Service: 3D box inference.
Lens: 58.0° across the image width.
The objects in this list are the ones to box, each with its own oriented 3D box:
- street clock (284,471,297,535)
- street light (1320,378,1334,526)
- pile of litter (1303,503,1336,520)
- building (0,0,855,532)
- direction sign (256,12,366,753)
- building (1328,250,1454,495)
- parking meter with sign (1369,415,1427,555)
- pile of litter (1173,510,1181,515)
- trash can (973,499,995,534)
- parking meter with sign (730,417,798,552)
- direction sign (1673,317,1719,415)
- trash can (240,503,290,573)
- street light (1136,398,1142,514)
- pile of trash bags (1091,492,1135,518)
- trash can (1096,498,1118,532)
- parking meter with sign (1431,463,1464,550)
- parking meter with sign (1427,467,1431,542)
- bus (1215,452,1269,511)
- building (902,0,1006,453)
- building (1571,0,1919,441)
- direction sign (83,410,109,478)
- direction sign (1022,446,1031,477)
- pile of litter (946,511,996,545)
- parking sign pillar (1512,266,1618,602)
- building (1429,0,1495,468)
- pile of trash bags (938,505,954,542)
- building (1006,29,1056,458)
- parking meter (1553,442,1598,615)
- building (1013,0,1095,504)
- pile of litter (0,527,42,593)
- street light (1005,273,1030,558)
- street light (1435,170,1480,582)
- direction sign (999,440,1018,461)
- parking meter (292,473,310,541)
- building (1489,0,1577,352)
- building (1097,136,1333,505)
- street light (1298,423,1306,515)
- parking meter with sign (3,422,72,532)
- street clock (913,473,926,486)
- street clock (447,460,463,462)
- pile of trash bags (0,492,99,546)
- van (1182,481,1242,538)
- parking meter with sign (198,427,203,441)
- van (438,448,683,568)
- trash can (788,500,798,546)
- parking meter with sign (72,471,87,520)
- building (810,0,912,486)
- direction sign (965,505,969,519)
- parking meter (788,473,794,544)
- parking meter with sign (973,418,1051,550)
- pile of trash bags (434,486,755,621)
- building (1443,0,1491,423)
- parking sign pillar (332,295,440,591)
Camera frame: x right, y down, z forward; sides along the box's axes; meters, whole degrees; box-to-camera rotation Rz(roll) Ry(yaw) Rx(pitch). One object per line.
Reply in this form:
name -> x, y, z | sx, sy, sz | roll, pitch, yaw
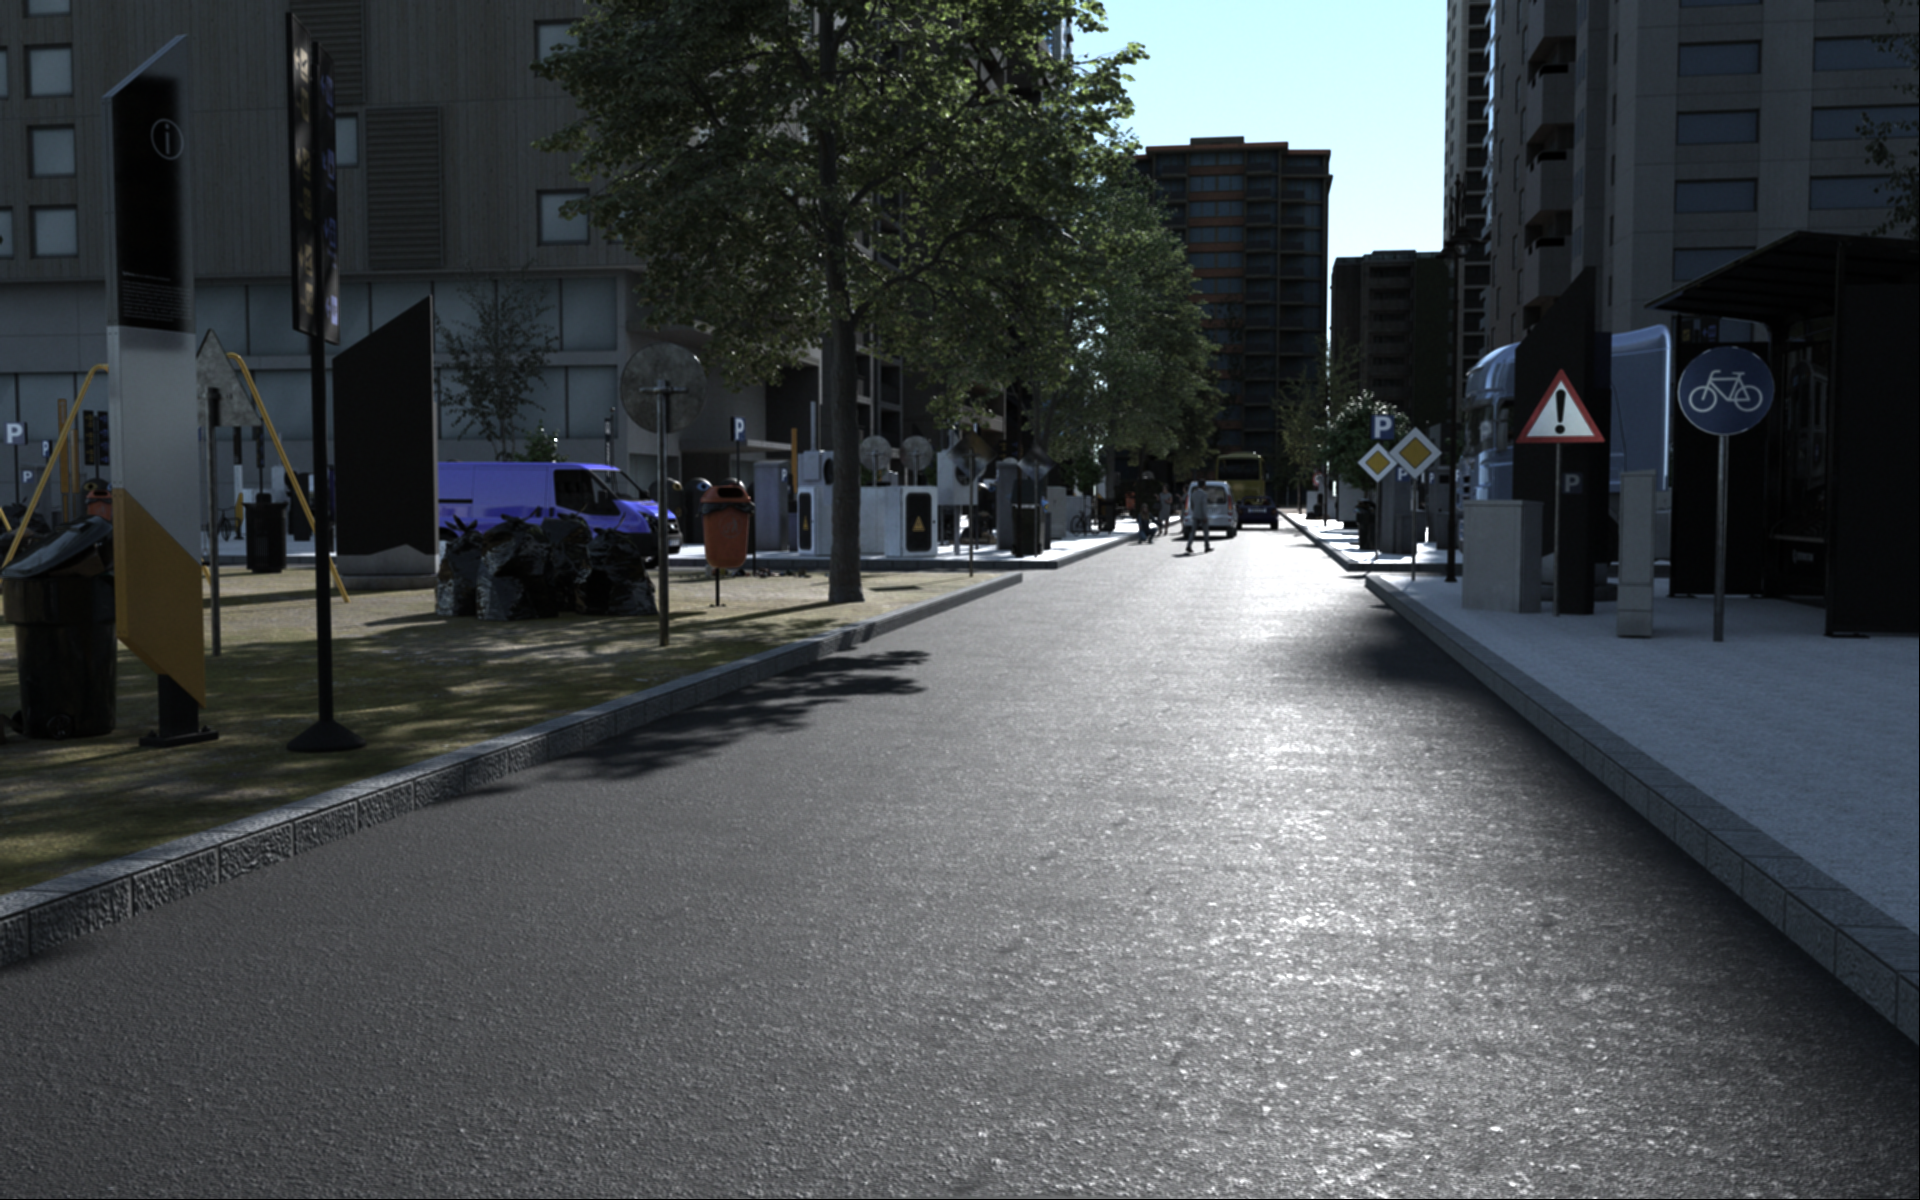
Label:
street clock -> -21.104, -3.066, 54.703 | 0.358, 2.002, 0.471 | 0, 4, 7
street light -> 14.660, -5.903, 69.301 | 0.468, 5.910, 1.993 | 1, 4, 10
pile of litter -> 17.648, -4.337, 84.872 | 1.719, 0.858, 1.176 | 1, 4, 10
building -> -19.791, -29.368, 69.401 | 28.713, 52.752, 27.495 | 1, 4, 10
direction sign -> -3.209, -1.020, 8.669 | 0.379, 3.537, 0.876 | 0, 4, -8
building -> 51.711, -26.685, 207.998 | 14.107, 30.474, 14.160 | 1, 4, 10
parking meter with sign -> 9.395, -2.512, 37.340 | 0.543, 3.016, 1.738 | 0, 4, -8
pile of litter -> 13.304, -5.790, 108.637 | 1.176, 0.858, 1.719 | 1, 4, 20
trash can -> 0.577, -2.162, 46.994 | 0.748, 1.137, 0.748 | 0, 3, 0
parking meter with sign -> -4.250, -2.611, 38.955 | 1.738, 3.016, 0.543 | 1, 4, 21
direction sign -> 9.506, -1.862, 22.442 | 0.379, 3.537, 0.876 | -1, 4, -12
trash can -> -11.305, -1.013, 28.215 | 0.748, 1.137, 0.748 | 0, 3, 0
street light -> 7.539, -6.086, 72.292 | 0.468, 5.910, 1.993 | 1, 4, 10
pile of trash bags -> 7.752, -5.023, 91.877 | 3.447, 1.369, 1.912 | 2, 4, 28
trash can -> 5.042, -2.927, 59.502 | 0.748, 1.137, 0.748 | 0, 3, 0
parking meter with sign -> 11.798, -2.702, 40.433 | 1.738, 3.016, 0.543 | -3, 5, -41
parking meter with sign -> 12.887, -3.060, 46.284 | 1.738, 3.016, 0.543 | -1, 4, -12
bus -> 16.362, -6.666, 100.533 | 2.896, 3.916, 12.252 | 1, 4, 11
building -> -8.751, -30.563, 123.408 | 21.300, 48.544, 21.600 | 1, 4, 10
building -> 42.803, -33.428, 88.551 | 21.231, 58.520, 28.212 | 1, 4, 10
direction sign -> -23.514, -3.377, 47.212 | 0.379, 3.537, 0.876 | 1, 4, 15
direction sign -> 3.070, -5.438, 80.906 | 0.876, 3.537, 0.379 | 0, 4, 3
pile of litter -> 0.473, -1.851, 44.226 | 1.719, 0.858, 1.176 | 3, 4, 37
parking sign pillar -> 7.360, -2.003, 21.217 | 1.447, 3.967, 1.447 | -1, 4, -20
building -> 53.594, -51.059, 147.488 | 22.319, 86.520, 31.000 | 1, 4, 10
pile of trash bags -> -1.007, -2.330, 47.841 | 1.912, 1.369, 3.447 | 0, 4, -8
building -> 1.321, -31.546, 165.883 | 14.200, 45.320, 14.600 | 1, 4, 10
parking meter -> 6.568, -0.783, 18.521 | 0.399, 1.863, 0.255 | 3, 5, 40
building -> 1.297, -55.407, 218.574 | 31.000, 86.520, 22.319 | 1, 4, 10
pile of litter -> -12.442, -0.533, 22.678 | 1.719, 0.858, 1.176 | 1, 4, 11
street light -> 1.200, -3.797, 34.872 | 0.468, 5.910, 1.993 | 1, 4, 10
street light -> 7.180, -3.203, 25.153 | 0.468, 5.910, 1.993 | 1, 4, 10
direction sign -> 2.051, -4.920, 72.442 | 0.876, 3.537, 0.379 | 0, 4, 2
parking meter -> -18.007, -2.545, 47.318 | 0.399, 1.863, 0.255 | 1, 4, 19
building -> 51.816, -32.325, 117.755 | 28.713, 52.752, 27.495 | 1, 4, 10
building -> 31.117, -34.290, 215.272 | 28.867, 44.769, 22.147 | 1, 4, 10
street light -> 21.092, -8.217, 107.129 | 0.468, 5.910, 1.993 | 1, 4, 10
parking meter with sign -> -22.832, -2.849, 42.849 | 0.543, 3.016, 1.738 | 0, 4, 3
street clock -> -1.399, -3.411, 60.334 | 0.358, 2.002, 0.471 | -3, 4, -37
street clock -> -10.689, -1.966, 36.714 | 0.471, 2.002, 0.358 | 1, 4, 19
pile of trash bags -> -21.226, -1.827, 39.631 | 3.447, 1.369, 1.912 | -3, 4, -37
van -> 8.357, -3.098, 57.671 | 2.013, 2.044, 4.112 | 1, 4, 11
parking meter with sign -> -17.590, -2.649, 39.567 | 0.543, 3.016, 1.738 | -2, 4, -25
van -> -7.919, -1.750, 32.992 | 5.245, 2.365, 2.240 | 1, 4, 11
trash can -> -3.767, -1.801, 41.102 | 0.748, 1.137, 0.748 | 0, 3, 0
parking meter with sign -> -28.929, -3.689, 56.581 | 0.543, 3.016, 1.738 | 3, 4, 39
building -> -16.371, -44.442, 164.885 | 20.611, 71.187, 20.563 | 1, 4, 10
direction sign -> 0.441, -6.041, 90.763 | 0.379, 3.537, 0.876 | -1, 4, -12
parking meter -> -4.365, -2.290, 43.154 | 0.399, 1.863, 0.255 | -3, 4, -37
parking meter with sign -> 1.208, -2.663, 39.806 | 1.738, 3.016, 0.543 | -1, 4, -8
pile of trash bags -> -3.880, -0.558, 18.870 | 3.447, 1.369, 1.912 | -2, 4, -29
building -> 69.405, -47.033, 207.246 | 20.611, 71.187, 20.563 | 1, 4, 10
parking sign pillar -> -7.822, -2.149, 23.612 | 1.447, 3.967, 1.447 | -1, 4, -9
